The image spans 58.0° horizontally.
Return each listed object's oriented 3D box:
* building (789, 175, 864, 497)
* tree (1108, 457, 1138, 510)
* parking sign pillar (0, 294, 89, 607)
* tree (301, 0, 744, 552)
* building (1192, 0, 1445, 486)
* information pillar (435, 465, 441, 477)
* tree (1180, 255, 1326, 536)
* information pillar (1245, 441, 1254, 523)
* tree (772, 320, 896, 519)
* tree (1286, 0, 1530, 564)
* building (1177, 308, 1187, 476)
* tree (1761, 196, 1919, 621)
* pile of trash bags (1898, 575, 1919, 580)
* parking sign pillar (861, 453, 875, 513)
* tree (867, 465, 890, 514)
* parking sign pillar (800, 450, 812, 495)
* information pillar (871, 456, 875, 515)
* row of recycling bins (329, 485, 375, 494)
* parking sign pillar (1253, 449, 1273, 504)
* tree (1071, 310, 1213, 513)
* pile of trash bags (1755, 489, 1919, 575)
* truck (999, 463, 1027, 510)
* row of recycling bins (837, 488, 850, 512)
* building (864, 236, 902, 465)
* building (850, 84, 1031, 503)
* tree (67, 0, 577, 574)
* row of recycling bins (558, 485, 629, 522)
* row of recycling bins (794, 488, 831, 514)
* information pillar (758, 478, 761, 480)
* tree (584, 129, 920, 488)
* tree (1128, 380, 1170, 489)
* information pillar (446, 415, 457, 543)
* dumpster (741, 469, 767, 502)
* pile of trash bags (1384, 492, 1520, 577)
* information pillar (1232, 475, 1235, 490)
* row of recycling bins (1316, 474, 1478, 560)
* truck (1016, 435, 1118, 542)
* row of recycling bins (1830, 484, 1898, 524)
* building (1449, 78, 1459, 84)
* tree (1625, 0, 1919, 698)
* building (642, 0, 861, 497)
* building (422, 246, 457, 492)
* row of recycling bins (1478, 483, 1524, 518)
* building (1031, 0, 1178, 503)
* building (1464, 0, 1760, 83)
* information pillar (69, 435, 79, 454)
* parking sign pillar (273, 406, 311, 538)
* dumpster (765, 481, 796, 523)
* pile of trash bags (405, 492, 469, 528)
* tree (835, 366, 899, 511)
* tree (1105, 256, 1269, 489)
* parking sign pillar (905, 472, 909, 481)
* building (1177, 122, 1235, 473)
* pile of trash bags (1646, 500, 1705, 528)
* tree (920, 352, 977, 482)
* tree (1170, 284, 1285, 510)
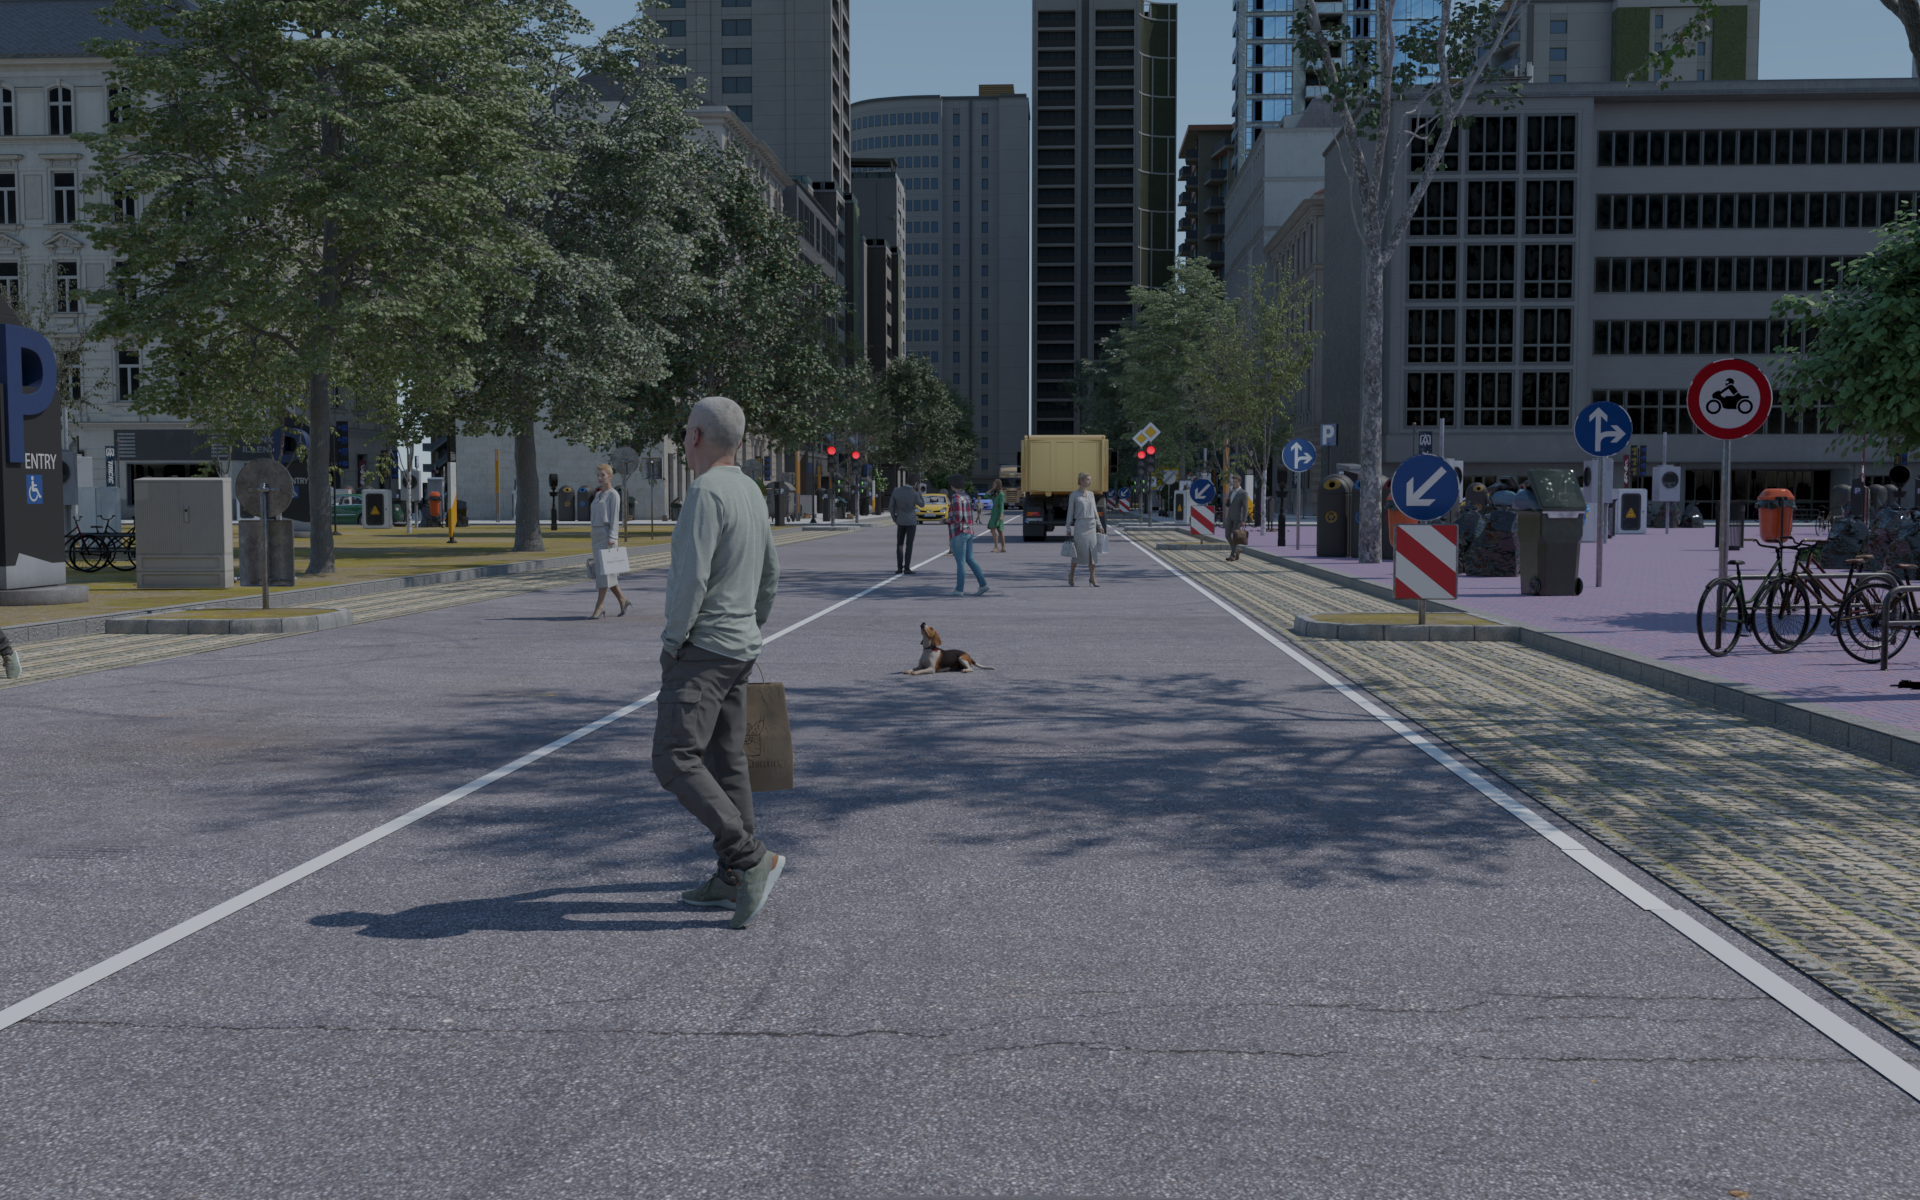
[{"bbox_3d":[-17.028,-23.730,159.693,14.160,30.474,14.107,0,4,3],"label":"building"},{"bbox_3d":[14.222,-9.558,139.980,4.285,4.588,4.351,0,3,0],"label":"tree"},{"bbox_3d":[-11.083,-1.948,20.320,1.447,3.967,1.447,0,4,1],"label":"parking sign pillar"},{"bbox_3d":[-9.660,-8.050,38.273,9.857,13.997,8.962,0,3,0],"label":"tree"},{"bbox_3d":[35.578,-52.489,170.862,22.319,86.520,31.000,0,4,3],"label":"building"},{"bbox_3d":[-41.543,-8.961,137.859,0.504,3.616,0.183,-3,4,-39],"label":"information pillar"},{"bbox_3d":[9.225,-6.312,53.558,4.737,8.622,4.395,0,3,0],"label":"tree"},{"bbox_3d":[12.691,-5.176,75.976,0.504,3.616,0.183,-3,5,-43],"label":"information pillar"},{"bbox_3d":[-6.787,-9.443,88.813,7.601,10.594,8.767,0,3,0],"label":"tree"},{"bbox_3d":[8.913,-10.700,30.835,12.611,20.169,13.585,0,3,0],"label":"tree"},{"bbox_3d":[38.303,-29.125,247.896,14.107,30.474,14.160,0,4,3],"label":"building"},{"bbox_3d":[10.119,-2.069,17.537,4.285,4.588,4.351,0,3,0],"label":"tree"},{"bbox_3d":[15.754,-0.977,25.734,3.447,1.369,1.912,0,4,-4],"label":"pile of trash bags"},{"bbox_3d":[-6.086,-7.667,113.834,1.447,3.967,1.447,1,4,21],"label":"parking sign pillar"},{"bbox_3d":[-5.326,-7.090,110.523,1.663,3.219,1.824,0,3,0],"label":"tree"},{"bbox_3d":[-9.512,-7.216,106.452,1.447,3.967,1.447,-2,4,-28],"label":"parking sign pillar"},{"bbox_3d":[-5.315,-7.039,106.444,0.183,3.616,0.504,0,4,7],"label":"information pillar"},{"bbox_3d":[-28.850,-4.470,80.201,3.534,1.692,1.069,-3,5,-40],"label":"row of recycling bins"},{"bbox_3d":[17.728,-6.937,101.898,1.447,3.967,1.447,-2,4,-25],"label":"parking sign pillar"},{"bbox_3d":[12.846,-12.989,119.028,9.857,13.997,8.962,0,3,0],"label":"tree"},{"bbox_3d":[15.212,-1.194,29.282,3.447,1.369,1.912,0,4,1],"label":"pile of trash bags"},{"bbox_3d":[4.814,-10.334,157.870,2.839,4.237,11.283,0,4,3],"label":"truck"},{"bbox_3d":[-9.481,-7.106,123.301,3.534,1.692,1.069,1,4,12],"label":"row of recycling bins"},{"bbox_3d":[-14.090,-25.855,194.433,14.160,30.474,14.107,0,4,3],"label":"building"},{"bbox_3d":[-3.947,-43.472,252.758,28.212,58.520,21.231,0,4,3],"label":"building"},{"bbox_3d":[-9.988,-6.717,27.946,7.486,12.596,7.792,0,3,0],"label":"tree"},{"bbox_3d":[-17.219,-4.542,81.376,3.534,1.692,1.069,1,4,13],"label":"row of recycling bins"},{"bbox_3d":[-10.280,-6.494,113.292,3.534,1.692,1.069,-2,4,-34],"label":"row of recycling bins"},{"bbox_3d":[-9.072,-4.450,77.256,0.304,2.012,0.304,-1,4,-23],"label":"information pillar"},{"bbox_3d":[-7.885,-8.438,54.964,9.611,12.733,9.660,0,3,0],"label":"tree"},{"bbox_3d":[12.493,-9.474,105.265,4.360,8.622,3.978,0,3,0],"label":"tree"},{"bbox_3d":[-13.250,-3.289,45.136,0.183,3.616,0.504,0,3,0],"label":"information pillar"},{"bbox_3d":[-8.120,-3.812,64.818,1.502,2.255,1.985,0,4,4],"label":"dumpster"},{"bbox_3d":[7.873,-1.073,27.289,3.447,1.369,1.912,-3,5,-40],"label":"pile of trash bags"},{"bbox_3d":[10.641,-3.869,67.757,0.304,2.012,0.304,-1,4,-10],"label":"information pillar"},{"bbox_3d":[8.461,-1.666,34.357,1.069,1.692,3.534,-2,4,-32],"label":"row of recycling bins"},{"bbox_3d":[3.404,-3.648,55.576,3.469,3.379,9.791,0,4,4],"label":"truck"},{"bbox_3d":[38.877,-4.107,74.262,3.534,1.692,1.069,-1,4,-21],"label":"row of recycling bins"},{"bbox_3d":[60.441,-43.248,249.100,28.212,58.520,21.231,0,4,3],"label":"building"},{"bbox_3d":[6.481,-5.201,10.784,9.928,11.665,9.643,0,3,0],"label":"tree"},{"bbox_3d":[-19.643,-45.132,176.161,20.563,71.187,20.611,0,4,3],"label":"building"},{"bbox_3d":[-57.658,-34.569,215.315,14.200,45.320,14.600,0,4,3],"label":"building"},{"bbox_3d":[19.672,-3.330,61.559,3.534,1.692,1.069,3,4,39],"label":"row of recycling bins"},{"bbox_3d":[20.792,-49.675,250.433,20.611,71.187,20.563,0,4,3],"label":"building"},{"bbox_3d":[75.338,-40.452,203.384,28.212,58.520,21.231,0,4,3],"label":"building"},{"bbox_3d":[-35.316,-4.757,69.126,0.504,3.616,0.183,1,4,20],"label":"information pillar"},{"bbox_3d":[-19.531,-3.824,50.987,1.447,3.967,1.447,1,4,13],"label":"parking sign pillar"},{"bbox_3d":[-8.195,-4.460,78.682,1.264,1.857,1.865,0,4,3],"label":"dumpster"},{"bbox_3d":[-20.013,-3.493,66.861,1.912,1.369,3.447,-1,4,-8],"label":"pile of trash bags"},{"bbox_3d":[-5.628,-8.959,96.840,4.360,8.622,3.978,0,3,0],"label":"tree"},{"bbox_3d":[10.764,-10.049,82.424,7.486,12.596,7.792,0,3,0],"label":"tree"},{"bbox_3d":[-4.409,-9.616,145.700,1.447,3.967,1.447,1,4,12],"label":"parking sign pillar"},{"bbox_3d":[36.786,-33.498,202.321,22.147,44.769,28.867,0,4,3],"label":"building"},{"bbox_3d":[26.285,-3.415,65.596,3.447,1.369,1.912,-1,4,-16],"label":"pile of trash bags"},{"bbox_3d":[-3.815,-13.433,136.641,9.611,12.733,9.660,0,3,0],"label":"tree"},{"bbox_3d":[9.544,-6.779,61.201,4.360,8.622,3.978,0,3,0],"label":"tree"}]
